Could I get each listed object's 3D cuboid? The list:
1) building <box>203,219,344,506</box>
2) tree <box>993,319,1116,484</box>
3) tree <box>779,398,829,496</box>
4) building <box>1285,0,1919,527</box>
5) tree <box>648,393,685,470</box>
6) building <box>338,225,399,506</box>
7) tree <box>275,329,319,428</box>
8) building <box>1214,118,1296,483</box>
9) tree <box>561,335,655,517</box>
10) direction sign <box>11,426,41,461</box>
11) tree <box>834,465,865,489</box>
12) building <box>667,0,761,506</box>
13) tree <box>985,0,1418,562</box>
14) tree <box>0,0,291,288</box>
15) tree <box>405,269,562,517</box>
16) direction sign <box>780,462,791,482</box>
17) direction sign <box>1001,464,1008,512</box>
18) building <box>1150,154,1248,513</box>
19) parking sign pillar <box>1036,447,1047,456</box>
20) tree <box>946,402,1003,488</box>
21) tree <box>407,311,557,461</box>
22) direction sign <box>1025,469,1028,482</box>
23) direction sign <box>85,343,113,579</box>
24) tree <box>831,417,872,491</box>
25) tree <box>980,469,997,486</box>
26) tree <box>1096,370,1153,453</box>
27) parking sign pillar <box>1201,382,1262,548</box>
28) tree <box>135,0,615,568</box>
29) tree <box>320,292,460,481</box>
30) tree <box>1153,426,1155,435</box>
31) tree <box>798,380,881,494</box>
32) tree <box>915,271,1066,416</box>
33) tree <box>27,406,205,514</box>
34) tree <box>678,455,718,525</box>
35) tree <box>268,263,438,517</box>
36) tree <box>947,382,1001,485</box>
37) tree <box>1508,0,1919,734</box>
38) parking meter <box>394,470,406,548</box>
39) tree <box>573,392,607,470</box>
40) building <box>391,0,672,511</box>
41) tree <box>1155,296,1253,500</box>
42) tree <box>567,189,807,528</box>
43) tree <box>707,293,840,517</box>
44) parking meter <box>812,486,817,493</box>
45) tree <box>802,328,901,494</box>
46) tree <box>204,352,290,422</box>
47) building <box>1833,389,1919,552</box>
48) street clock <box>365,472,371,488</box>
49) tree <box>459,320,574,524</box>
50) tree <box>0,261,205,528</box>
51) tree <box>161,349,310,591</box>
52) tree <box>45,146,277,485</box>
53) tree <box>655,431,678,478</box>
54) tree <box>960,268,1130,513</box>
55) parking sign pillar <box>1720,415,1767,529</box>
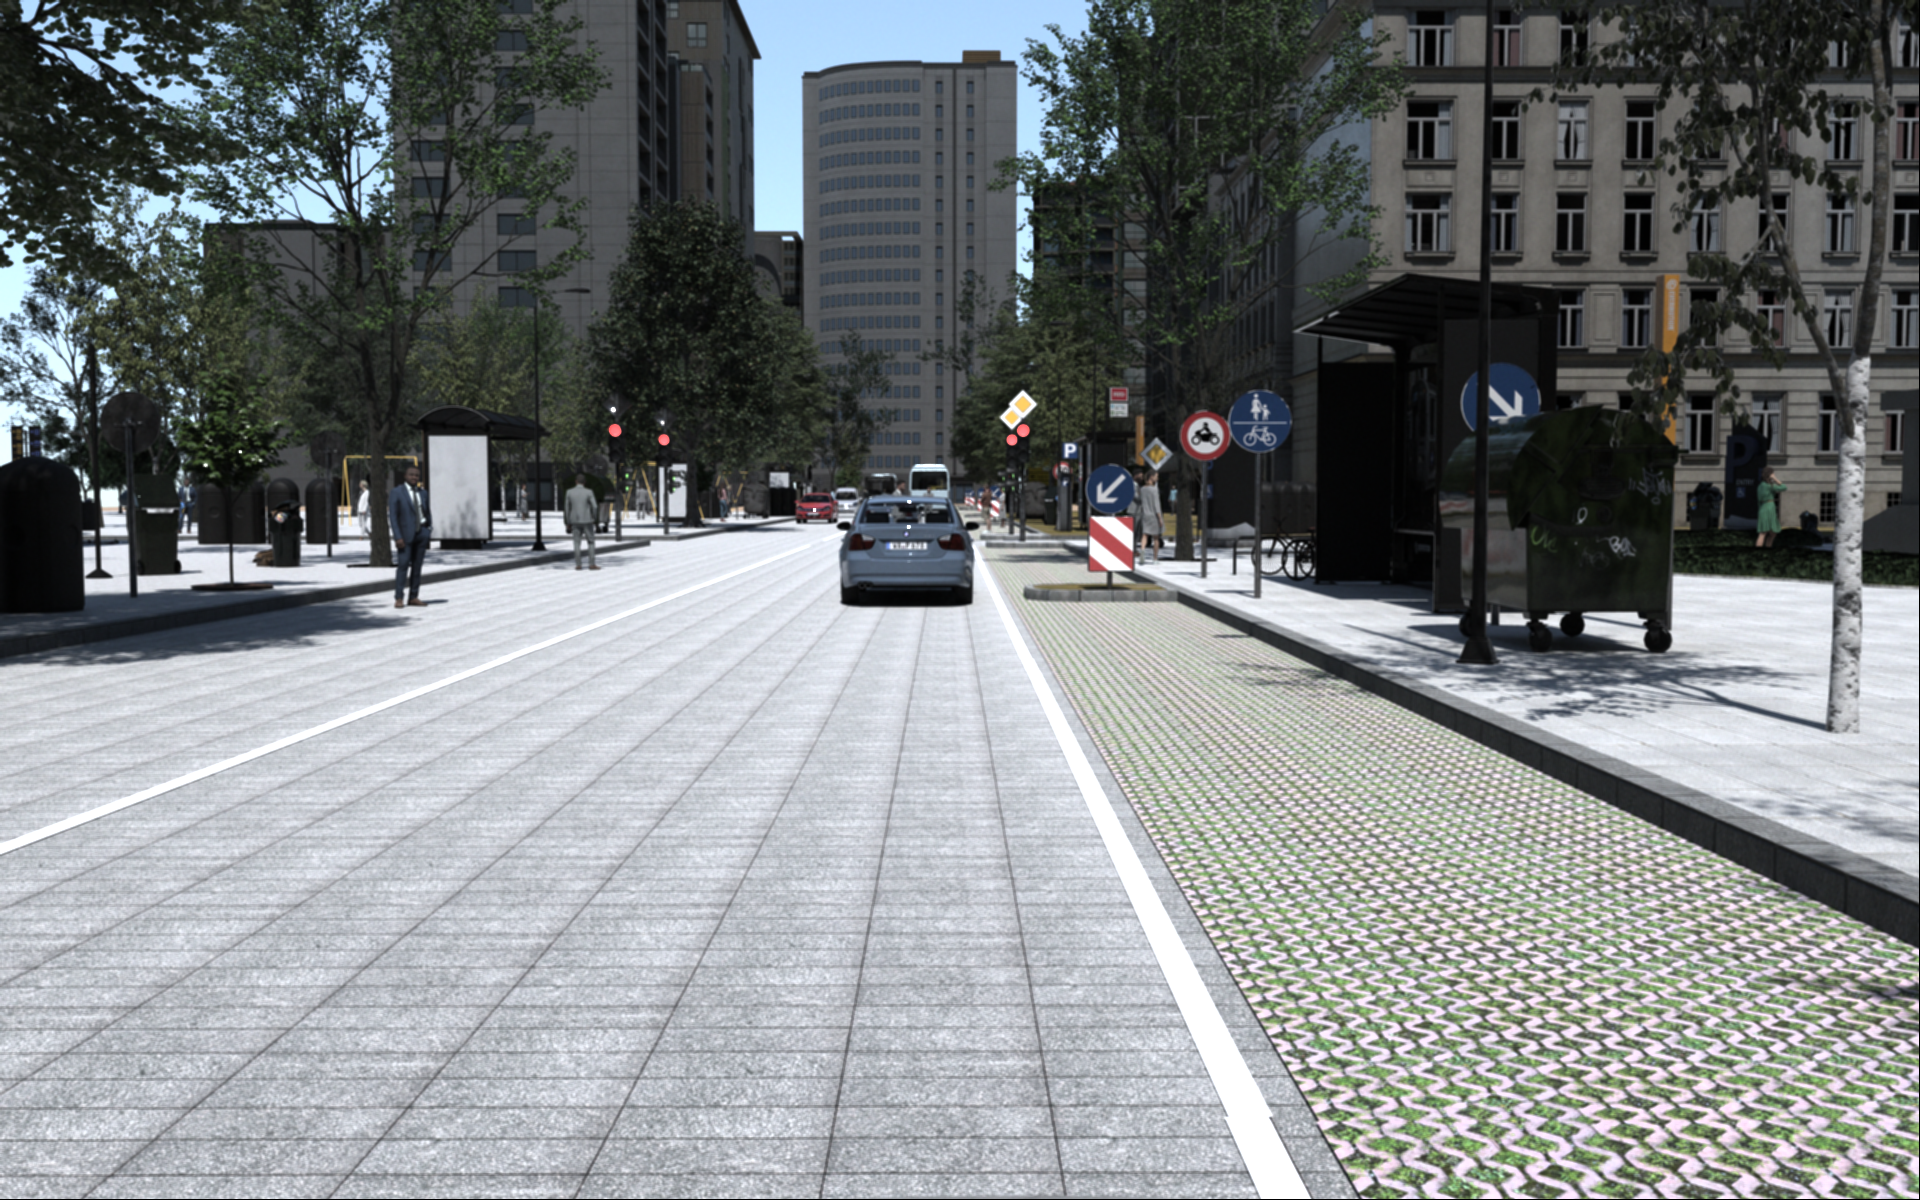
[{"bbox_3d":[-71.257,-25.349,186.151,14.107,30.474,14.160,0,4,0],"label":"building"},{"bbox_3d":[4.332,-7.446,72.112,4.737,8.622,4.395,0,3,0],"label":"tree"},{"bbox_3d":[-10.796,-10.225,117.541,4.360,8.622,3.978,0,3,0],"label":"tree"},{"bbox_3d":[29.805,-14.689,73.452,30.059,22.955,16.112,0,4,0],"label":"building"},{"bbox_3d":[-18.929,-9.873,111.791,4.360,8.622,3.978,0,3,0],"label":"tree"},{"bbox_3d":[-57.160,-25.434,187.544,14.107,30.474,14.160,0,4,0],"label":"building"},{"bbox_3d":[-24.431,-6.647,59.049,4.737,8.622,4.395,0,3,0],"label":"tree"},{"bbox_3d":[19.537,-14.792,90.998,9.793,20.994,18.267,0,4,0],"label":"building"},{"bbox_3d":[-17.061,-7.905,79.616,4.737,8.622,4.395,0,3,0],"label":"tree"},{"bbox_3d":[-31.006,-4.011,57.575,0.876,3.537,0.379,-1,4,-15],"label":"direction sign"},{"bbox_3d":[-11.762,-12.227,183.624,4.285,4.588,4.351,0,3,0],"label":"tree"},{"bbox_3d":[-35.766,-36.131,179.985,27.495,52.752,28.713,0,4,0],"label":"building"},{"bbox_3d":[4.444,-6.558,32.971,9.928,11.665,9.643,0,3,0],"label":"tree"},{"bbox_3d":[-9.114,-5.814,13.184,7.486,12.596,7.792,0,3,0],"label":"tree"},{"bbox_3d":[-16.376,-6.554,57.522,4.737,8.622,4.395,0,3,0],"label":"tree"},{"bbox_3d":[-12.483,-8.070,123.941,0.876,3.537,0.379,1,4,15],"label":"direction sign"},{"bbox_3d":[3.212,-7.916,121.429,0.876,3.537,0.379,3,4,38],"label":"direction sign"},{"bbox_3d":[21.366,-18.101,115.017,14.314,24.678,30.058,0,4,0],"label":"building"},{"bbox_3d":[4.850,-6.556,95.661,1.447,3.967,1.447,-1,4,-20],"label":"parking sign pillar"},{"bbox_3d":[2.720,-14.176,166.182,8.767,10.594,7.601,1,4,8],"label":"tree"},{"bbox_3d":[-31.735,-12.454,113.993,12.009,13.543,11.850,0,3,0],"label":"tree"},{"bbox_3d":[4.235,-7.095,108.002,0.379,3.537,0.876,-1,4,-21],"label":"direction sign"},{"bbox_3d":[-13.168,-2.103,26.379,0.379,3.537,0.876,-1,4,-23],"label":"direction sign"},{"bbox_3d":[-10.698,-13.174,165.761,4.737,8.622,4.395,0,3,0],"label":"tree"},{"bbox_3d":[3.235,-15.682,206.766,4.360,8.622,3.978,0,3,0],"label":"tree"},{"bbox_3d":[9.330,-9.202,100.807,4.360,8.622,3.978,0,3,0],"label":"tree"},{"bbox_3d":[6.560,-3.260,41.771,1.447,3.967,1.447,-2,4,-24],"label":"parking sign pillar"},{"bbox_3d":[-10.114,-6.393,30.288,9.928,11.665,9.643,0,3,0],"label":"tree"},{"bbox_3d":[-21.592,-6.960,64.160,4.360,8.622,3.978,0,3,0],"label":"tree"},{"bbox_3d":[10.738,-7.732,76.780,4.360,8.622,3.978,0,3,0],"label":"tree"},{"bbox_3d":[-10.700,-12.738,142.682,8.767,10.594,7.601,0,4,-1],"label":"tree"},{"bbox_3d":[3.032,-17.872,148.102,12.611,20.169,13.585,0,3,0],"label":"tree"},{"bbox_3d":[-52.334,-8.919,108.736,20.602,7.101,11.467,3,5,40],"label":"tree"},{"bbox_3d":[-10.907,-4.794,72.978,1.663,3.219,1.824,0,3,0],"label":"tree"},{"bbox_3d":[-34.069,-11.674,97.531,9.857,13.997,8.962,0,3,0],"label":"tree"},{"bbox_3d":[3.349,-17.579,194.070,9.857,13.997,8.962,0,3,0],"label":"tree"},{"bbox_3d":[4.600,-3.602,9.260,4.360,8.622,3.978,0,3,0],"label":"tree"},{"bbox_3d":[-13.282,-2.179,41.331,0.399,1.863,0.255,-1,4,-19],"label":"parking meter"},{"bbox_3d":[-22.648,-9.357,103.357,4.360,8.622,3.978,0,3,0],"label":"tree"},{"bbox_3d":[-32.163,-42.854,138.908,20.563,71.187,20.611,0,4,0],"label":"building"},{"bbox_3d":[9.704,-6.949,63.986,4.360,8.622,3.978,0,3,0],"label":"tree"},{"bbox_3d":[-10.290,-9.081,65.483,9.611,12.733,9.660,0,3,0],"label":"tree"},{"bbox_3d":[-10.568,-11.018,98.266,7.486,12.596,7.792,0,3,0],"label":"tree"},{"bbox_3d":[-10.802,-7.520,128.668,0.255,1.863,0.399,1,4,18],"label":"parking meter"},{"bbox_3d":[-12.896,-21.090,200.713,12.611,20.169,13.585,0,3,0],"label":"tree"},{"bbox_3d":[-35.201,-8.260,85.408,4.360,8.622,3.978,0,3,0],"label":"tree"},{"bbox_3d":[31.850,-20.259,23.123,32.217,40.220,23.993,0,4,0],"label":"building"},{"bbox_3d":[-18.950,-3.146,56.002,0.471,2.002,0.358,-2,4,-27],"label":"street clock"},{"bbox_3d":[-19.382,-7.486,72.758,4.360,8.622,3.978,0,3,0],"label":"tree"},{"bbox_3d":[-32.939,-8.045,65.946,8.767,10.594,7.601,-3,4,-36],"label":"tree"},{"bbox_3d":[-9.954,-1.760,23.381,1.663,3.219,1.824,0,3,0],"label":"tree"},{"bbox_3d":[-16.881,-5.259,36.341,4.737,8.622,4.395,0,3,0],"label":"tree"},{"bbox_3d":[-17.973,-8.997,97.468,4.737,8.622,4.395,0,3,0],"label":"tree"},{"bbox_3d":[4.743,-10.344,87.244,7.486,12.596,7.792,0,3,0],"label":"tree"},{"bbox_3d":[25.880,-4.195,57.055,1.447,3.967,1.447,-2,4,-25],"label":"parking sign pillar"}]
